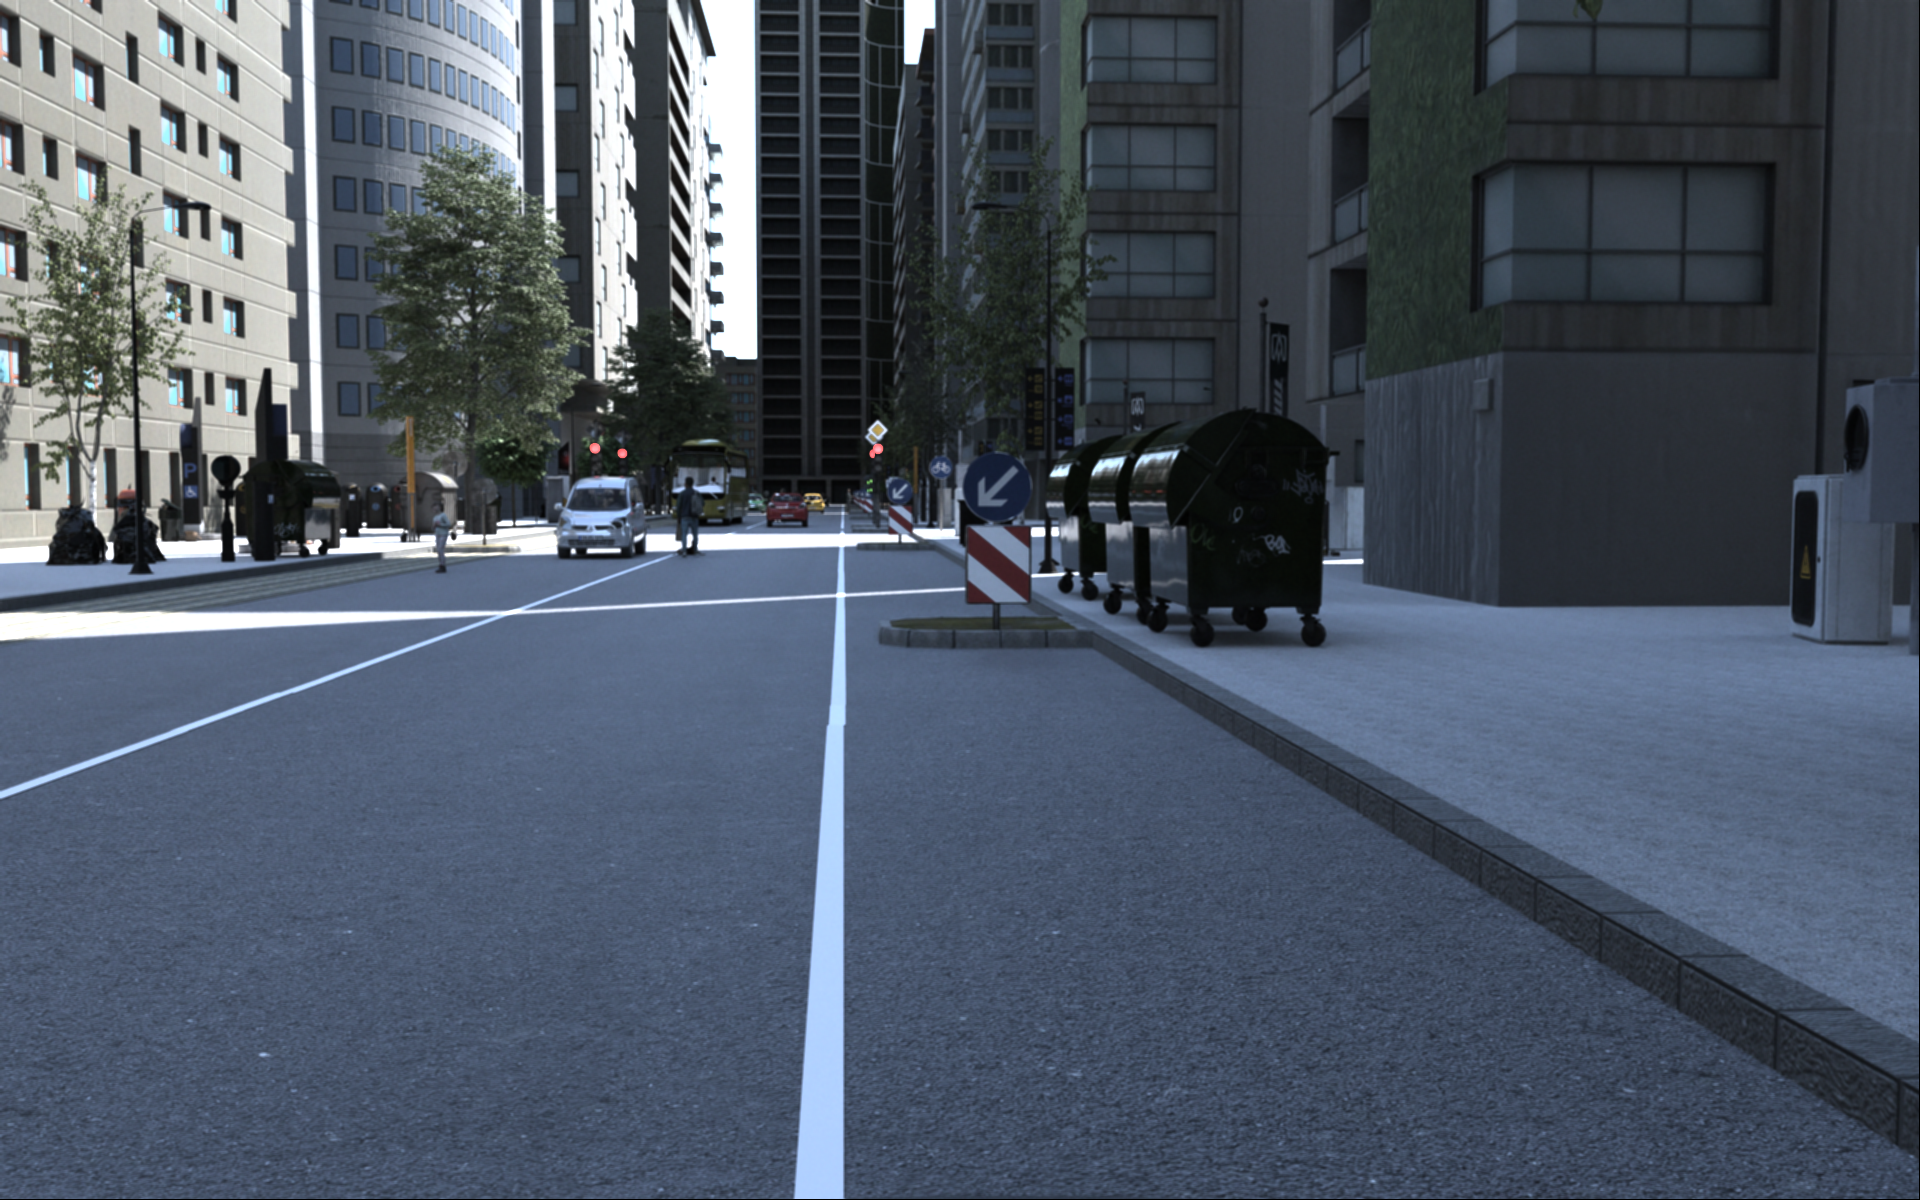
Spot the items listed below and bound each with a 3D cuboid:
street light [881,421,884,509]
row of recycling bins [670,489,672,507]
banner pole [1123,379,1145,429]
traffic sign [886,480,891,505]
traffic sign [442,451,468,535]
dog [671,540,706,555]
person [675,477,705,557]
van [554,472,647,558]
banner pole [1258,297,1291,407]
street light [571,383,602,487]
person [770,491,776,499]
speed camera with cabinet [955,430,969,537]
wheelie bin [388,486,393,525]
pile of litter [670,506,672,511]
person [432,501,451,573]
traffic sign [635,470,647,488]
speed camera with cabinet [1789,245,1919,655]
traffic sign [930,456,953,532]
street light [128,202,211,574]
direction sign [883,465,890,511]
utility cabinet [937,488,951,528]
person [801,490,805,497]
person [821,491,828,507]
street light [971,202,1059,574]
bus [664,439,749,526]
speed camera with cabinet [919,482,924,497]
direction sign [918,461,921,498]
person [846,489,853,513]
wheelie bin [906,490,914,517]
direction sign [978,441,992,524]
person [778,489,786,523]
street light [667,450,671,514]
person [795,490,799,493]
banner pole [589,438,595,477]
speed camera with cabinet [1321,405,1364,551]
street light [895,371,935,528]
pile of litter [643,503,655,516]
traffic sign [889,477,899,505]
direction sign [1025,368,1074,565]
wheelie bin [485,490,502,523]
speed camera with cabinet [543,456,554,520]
[{"bbox_3d":[-4.609,-8.410,110.038,1.470,5.913,1.316,0,4,-4],"label":"street light"},{"bbox_3d":[-21.898,-8.067,139.014,3.534,1.692,1.069,-2,4,-24],"label":"row of recycling bins"},{"bbox_3d":[3.735,-2.908,37.561,0.401,3.779,0.863,-3,4,-37],"label":"banner pole"},{"bbox_3d":[-4.842,-7.221,120.187,0.606,2.300,0.079,0,4,5],"label":"traffic sign"},{"bbox_3d":[-14.883,-3.115,51.030,0.768,2.556,0.104,0,4,2],"label":"traffic sign"},{"bbox_3d":[-6.384,-1.254,40.695,0.748,0.427,0.550,3,5,42],"label":"dog"},{"bbox_3d":[-6.192,-1.889,39.365,0.794,1.824,0.713,0,4,6],"label":"person"},{"bbox_3d":[-8.250,-2.018,40.005,2.013,2.044,4.112,0,4,-4],"label":"van"},{"bbox_3d":[4.010,-1.975,22.303,0.401,3.779,0.863,3,5,42],"label":"banner pole"},{"bbox_3d":[-15.671,-6.118,72.577,1.470,5.913,1.316,0,4,-4],"label":"street light"},{"bbox_3d":[-18.185,-9.782,169.220,0.721,1.735,1.217,2,4,27],"label":"person"},{"bbox_3d":[0.166,-3.591,53.055,0.660,3.252,2.038,0,4,2],"label":"speed camera with cabinet"},{"bbox_3d":[-23.238,-3.895,71.598,0.980,1.594,0.693,1,4,10],"label":"wheelie bin"},{"bbox_3d":[-23.900,-7.907,143.238,1.719,0.858,1.176,0,4,3],"label":"pile of litter"},{"bbox_3d":[-9.492,-1.153,31.624,0.425,1.301,0.394,1,4,17],"label":"person"},{"bbox_3d":[-17.496,-5.785,94.590,0.884,2.594,0.081,0,4,3],"label":"traffic sign"},{"bbox_3d":[7.606,-1.238,14.576,0.660,3.252,2.038,1,4,10],"label":"speed camera with cabinet"},{"bbox_3d":[-0.628,-3.528,57.784,0.768,2.556,0.104,0,4,4],"label":"traffic sign"},{"bbox_3d":[-12.610,-3.371,27.658,1.470,5.913,1.316,0,4,-4],"label":"street light"},{"bbox_3d":[-5.691,-8.725,134.646,0.379,3.537,0.876,-3,5,-39],"label":"direction sign"},{"bbox_3d":[-0.606,-3.465,65.330,0.318,1.500,1.173,-1,4,-13],"label":"utility cabinet"},{"bbox_3d":[-15.469,-9.862,169.762,1.348,1.822,0.705,1,4,23],"label":"person"},{"bbox_3d":[-15.006,-11.095,189.910,1.348,1.823,0.705,3,5,40],"label":"person"},{"bbox_3d":[0.880,-3.375,27.717,1.470,5.913,1.316,0,4,-4],"label":"street light"},{"bbox_3d":[-11.699,-5.505,81.549,2.896,3.916,12.252,0,4,-2],"label":"bus"},{"bbox_3d":[-3.092,-7.743,120.926,0.660,3.252,2.038,1,4,17],"label":"speed camera with cabinet"},{"bbox_3d":[-2.878,-7.766,118.969,0.379,3.537,0.876,-2,4,-31],"label":"direction sign"},{"bbox_3d":[-8.294,-7.436,130.247,0.590,1.801,0.661,-1,4,-11],"label":"person"},{"bbox_3d":[-2.726,-5.466,97.269,0.693,1.594,0.980,0,4,7],"label":"wheelie bin"},{"bbox_3d":[1.091,-5.051,74.588,0.379,3.537,0.876,-3,5,-40],"label":"direction sign"},{"bbox_3d":[-8.587,-4.582,84.422,0.512,1.701,0.522,-3,5,-41],"label":"person"},{"bbox_3d":[-18.115,-8.462,110.894,1.470,5.913,1.316,0,4,-4],"label":"street light"},{"bbox_3d":[-13.019,-7.844,137.346,0.643,1.750,0.593,1,4,20],"label":"person"},{"bbox_3d":[-16.437,-5.350,77.484,0.401,3.779,0.863,-2,4,-25],"label":"banner pole"},{"bbox_3d":[8.512,-2.751,39.317,2.038,3.252,0.660,-3,5,-40],"label":"speed camera with cabinet"},{"bbox_3d":[-1.650,-5.683,65.453,1.470,5.913,1.316,0,4,-4],"label":"street light"},{"bbox_3d":[-18.561,-5.383,101.982,1.176,0.858,1.719,3,4,36],"label":"pile of litter"},{"bbox_3d":[-3.950,-6.210,103.659,0.606,2.300,0.079,0,4,2],"label":"traffic sign"},{"bbox_3d":[1.613,-2.395,31.151,0.876,3.537,0.379,0,4,-1],"label":"direction sign"},{"bbox_3d":[-20.886,-4.246,77.335,0.980,1.594,0.693,3,5,44],"label":"wheelie bin"},{"bbox_3d":[-20.027,-5.598,85.863,0.660,3.252,2.038,-2,4,-35],"label":"speed camera with cabinet"}]
